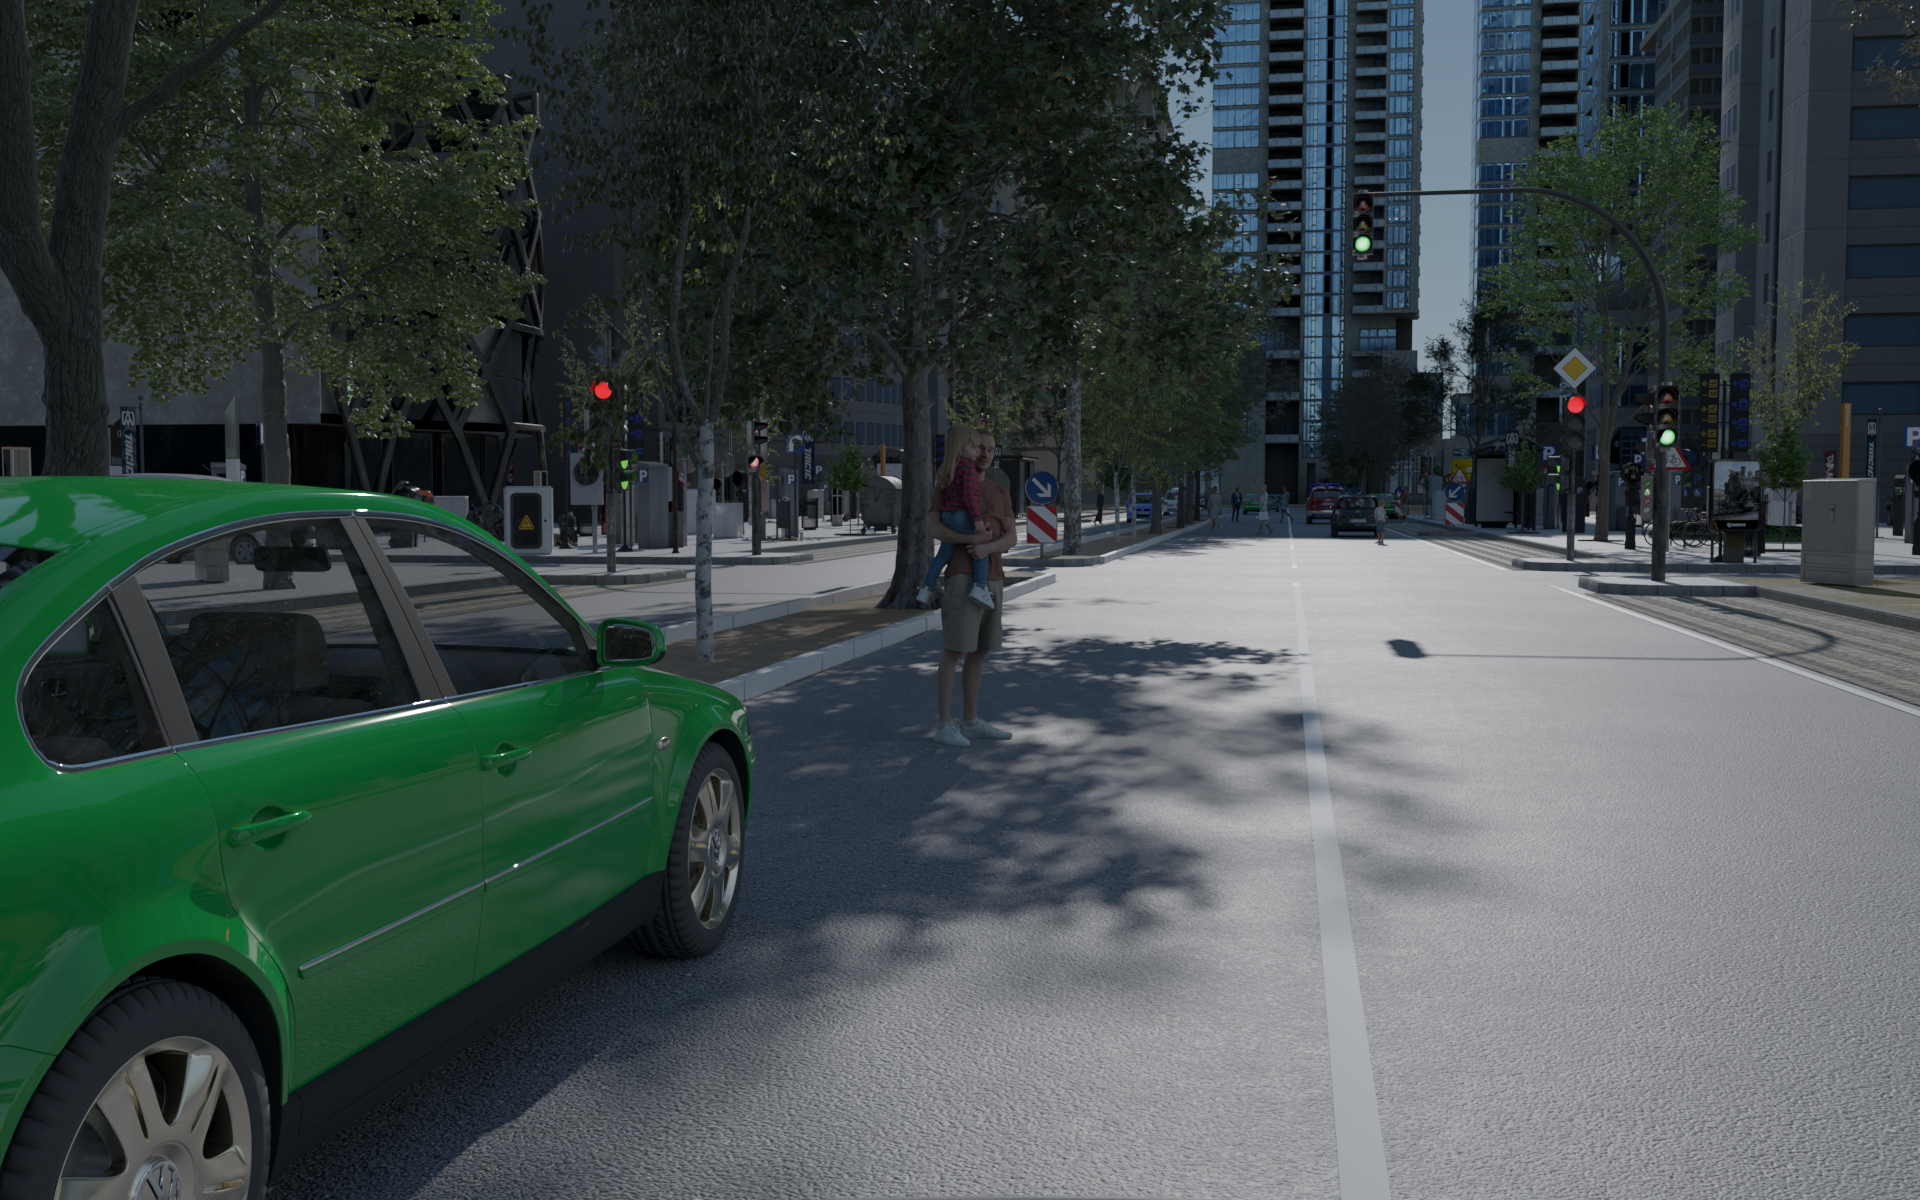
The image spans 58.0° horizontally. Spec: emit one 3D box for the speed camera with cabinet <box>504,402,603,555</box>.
[{"bbox_3d":[-8.633,-2.598,36.813,2.038,3.252,0.660,-1,4,-10],"label":"speed camera with cabinet"}]

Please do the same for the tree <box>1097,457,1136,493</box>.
[{"bbox_3d":[13.494,-10.050,148.028,4.285,4.588,4.351,0,3,0],"label":"tree"}]

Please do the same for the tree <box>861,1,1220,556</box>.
[{"bbox_3d":[1.518,-11.102,39.856,12.611,20.169,13.585,0,3,0],"label":"tree"}]

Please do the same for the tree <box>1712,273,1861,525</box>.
[{"bbox_3d":[27.631,-6.564,57.680,4.360,8.622,3.978,0,3,0],"label":"tree"}]

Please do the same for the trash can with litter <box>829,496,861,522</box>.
[{"bbox_3d":[-5.691,-4.218,80.026,1.678,1.210,2.233,-3,4,-38],"label":"trash can with litter"}]

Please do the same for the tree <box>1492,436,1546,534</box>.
[{"bbox_3d":[18.415,-3.773,56.289,1.663,3.219,1.824,0,3,0],"label":"tree"}]

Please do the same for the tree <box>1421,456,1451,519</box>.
[{"bbox_3d":[24.371,-5.744,88.513,1.663,3.219,1.824,0,3,0],"label":"tree"}]

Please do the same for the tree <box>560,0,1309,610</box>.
[{"bbox_3d":[-0.534,-6.242,21.520,9.611,12.733,9.660,0,3,0],"label":"tree"}]

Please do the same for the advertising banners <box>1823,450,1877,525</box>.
[{"bbox_3d":[35.258,-4.432,68.644,2.074,3.025,0.090,1,4,11],"label":"advertising banners"}]

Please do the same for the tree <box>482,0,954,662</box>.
[{"bbox_3d":[-2.149,-3.788,14.751,4.360,8.622,3.978,0,3,0],"label":"tree"}]

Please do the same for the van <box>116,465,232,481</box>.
[{"bbox_3d":[-15.149,-1.713,35.015,4.112,2.044,2.013,1,4,12],"label":"van"}]

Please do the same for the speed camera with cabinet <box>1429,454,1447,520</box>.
[{"bbox_3d":[23.596,-5.575,85.491,0.660,3.252,2.038,0,4,7],"label":"speed camera with cabinet"}]

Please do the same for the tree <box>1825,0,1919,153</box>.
[{"bbox_3d":[10.382,-6.268,12.860,12.009,13.543,11.850,0,3,0],"label":"tree"}]

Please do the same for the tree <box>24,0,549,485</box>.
[{"bbox_3d":[-9.655,-6.419,23.081,7.486,12.596,7.792,0,3,0],"label":"tree"}]

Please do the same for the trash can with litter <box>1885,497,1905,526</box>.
[{"bbox_3d":[37.584,-3.538,69.237,1.055,1.170,0.624,2,4,28],"label":"trash can with litter"}]

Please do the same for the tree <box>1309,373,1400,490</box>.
[{"bbox_3d":[41.206,-16.614,178.286,9.857,13.997,8.962,0,3,0],"label":"tree"}]

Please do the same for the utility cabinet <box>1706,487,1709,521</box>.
[{"bbox_3d":[23.735,-2.760,53.808,0.318,1.500,1.173,-1,4,-17],"label":"utility cabinet"}]

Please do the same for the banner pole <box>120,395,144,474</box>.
[{"bbox_3d":[-20.826,-3.285,43.720,0.401,3.779,0.863,2,4,24],"label":"banner pole"}]

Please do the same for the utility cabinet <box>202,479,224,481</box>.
[{"bbox_3d":[-10.976,-1.023,25.398,0.318,1.500,1.173,-2,4,-32],"label":"utility cabinet"}]

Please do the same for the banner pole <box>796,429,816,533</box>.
[{"bbox_3d":[-5.107,-4.069,56.552,0.863,3.779,0.401,1,4,16],"label":"banner pole"}]

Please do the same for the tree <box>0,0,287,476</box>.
[{"bbox_3d":[-3.716,-4.815,6.940,9.928,11.665,9.643,0,3,0],"label":"tree"}]

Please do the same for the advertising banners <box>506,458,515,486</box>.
[{"bbox_3d":[-19.081,-4.592,71.272,2.074,3.025,0.090,2,4,28],"label":"advertising banners"}]

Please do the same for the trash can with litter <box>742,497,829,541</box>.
[{"bbox_3d":[-5.059,-2.243,47.738,2.233,1.210,1.678,3,5,42],"label":"trash can with litter"}]

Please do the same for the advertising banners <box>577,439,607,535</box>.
[{"bbox_3d":[-11.087,-3.579,54.708,2.074,3.025,0.090,1,4,8],"label":"advertising banners"}]

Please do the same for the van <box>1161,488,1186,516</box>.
[{"bbox_3d":[14.530,-6.666,116.007,2.013,2.044,4.112,1,4,11],"label":"van"}]

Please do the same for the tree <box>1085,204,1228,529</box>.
[{"bbox_3d":[9.176,-9.709,71.576,12.009,13.543,11.850,0,3,0],"label":"tree"}]

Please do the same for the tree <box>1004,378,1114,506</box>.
[{"bbox_3d":[6.018,-10.303,102.866,7.601,10.594,8.767,1,4,13],"label":"tree"}]

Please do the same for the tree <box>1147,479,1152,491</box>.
[{"bbox_3d":[20.918,-11.717,186.168,1.663,3.219,1.824,0,3,0],"label":"tree"}]

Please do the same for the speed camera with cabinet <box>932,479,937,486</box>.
[{"bbox_3d":[-0.650,-6.926,107.576,2.038,3.252,0.660,2,4,24],"label":"speed camera with cabinet"}]

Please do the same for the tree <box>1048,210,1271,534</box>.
[{"bbox_3d":[6.982,-8.650,62.015,7.486,12.596,7.792,0,3,0],"label":"tree"}]

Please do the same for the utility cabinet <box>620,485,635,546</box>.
[{"bbox_3d":[-8.266,-2.099,42.990,0.318,1.500,1.173,-1,4,-13],"label":"utility cabinet"}]

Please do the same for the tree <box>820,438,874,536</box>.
[{"bbox_3d":[-3.322,-3.631,53.963,1.663,3.219,1.824,0,3,0],"label":"tree"}]

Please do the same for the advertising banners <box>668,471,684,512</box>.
[{"bbox_3d":[-19.657,-7.318,115.835,2.074,3.025,0.090,-1,4,-16],"label":"advertising banners"}]

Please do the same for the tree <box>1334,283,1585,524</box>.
[{"bbox_3d":[22.114,-8.549,74.192,8.767,10.594,7.601,-2,4,-33],"label":"tree"}]

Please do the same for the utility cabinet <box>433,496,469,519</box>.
[{"bbox_3d":[-15.684,-2.582,53.378,1.020,1.237,0.306,0,4,5],"label":"utility cabinet"}]

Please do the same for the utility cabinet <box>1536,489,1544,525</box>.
[{"bbox_3d":[23.448,-3.735,69.741,1.173,1.500,0.318,3,5,40],"label":"utility cabinet"}]

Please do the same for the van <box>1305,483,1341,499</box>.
[{"bbox_3d":[21.253,-5.900,100.845,2.240,2.365,5.245,1,4,11],"label":"van"}]

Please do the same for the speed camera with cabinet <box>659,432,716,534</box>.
[{"bbox_3d":[-8.911,-3.757,55.760,2.038,3.252,0.660,-1,4,-10],"label":"speed camera with cabinet"}]

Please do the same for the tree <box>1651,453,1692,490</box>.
[{"bbox_3d":[29.811,-4.768,72.551,1.663,3.219,1.824,0,3,0],"label":"tree"}]

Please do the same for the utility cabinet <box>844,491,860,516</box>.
[{"bbox_3d":[-6.104,-5.440,97.629,0.318,1.500,1.173,-3,4,-38],"label":"utility cabinet"}]

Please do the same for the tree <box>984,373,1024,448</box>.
[{"bbox_3d":[1.414,-8.206,84.537,4.360,8.622,3.978,0,3,0],"label":"tree"}]

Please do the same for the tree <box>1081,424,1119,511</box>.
[{"bbox_3d":[10.586,-11.044,130.926,4.360,8.622,3.978,0,3,0],"label":"tree"}]

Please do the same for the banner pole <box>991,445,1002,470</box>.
[{"bbox_3d":[1.474,-5.339,77.306,0.863,3.779,0.401,1,4,8],"label":"banner pole"}]

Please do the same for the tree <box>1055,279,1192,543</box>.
[{"bbox_3d":[5.670,-6.315,56.073,4.737,8.622,4.395,0,3,0],"label":"tree"}]

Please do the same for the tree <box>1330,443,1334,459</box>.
[{"bbox_3d":[40.197,-14.317,168.493,8.767,10.594,7.601,1,4,17],"label":"tree"}]

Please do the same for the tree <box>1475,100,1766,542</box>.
[{"bbox_3d":[17.385,-7.374,46.317,9.928,11.665,9.643,0,3,0],"label":"tree"}]

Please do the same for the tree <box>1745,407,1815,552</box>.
[{"bbox_3d":[18.443,-2.693,38.627,1.663,3.219,1.824,0,3,0],"label":"tree"}]

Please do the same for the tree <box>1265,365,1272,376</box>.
[{"bbox_3d":[12.720,-10.014,91.933,9.928,11.665,9.643,0,3,0],"label":"tree"}]

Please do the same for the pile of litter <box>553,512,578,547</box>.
[{"bbox_3d":[-10.007,-1.776,43.003,1.176,0.858,1.719,0,4,4],"label":"pile of litter"}]

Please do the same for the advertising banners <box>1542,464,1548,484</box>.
[{"bbox_3d":[35.209,-6.507,102.579,2.074,3.025,0.090,-2,4,-26],"label":"advertising banners"}]

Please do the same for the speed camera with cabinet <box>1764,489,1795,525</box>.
[{"bbox_3d":[25.121,-3.592,53.061,0.660,3.252,2.038,1,4,16],"label":"speed camera with cabinet"}]

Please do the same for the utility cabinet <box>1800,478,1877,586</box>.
[{"bbox_3d":[12.330,-0.959,24.357,0.318,1.500,1.173,-1,4,-9],"label":"utility cabinet"}]

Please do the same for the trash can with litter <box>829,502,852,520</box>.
[{"bbox_3d":[-5.900,-4.535,85.529,1.055,1.170,0.624,-3,4,-37],"label":"trash can with litter"}]

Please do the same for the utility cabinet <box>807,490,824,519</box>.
[{"bbox_3d":[-7.514,-4.972,89.977,0.318,1.500,1.173,2,4,26],"label":"utility cabinet"}]
